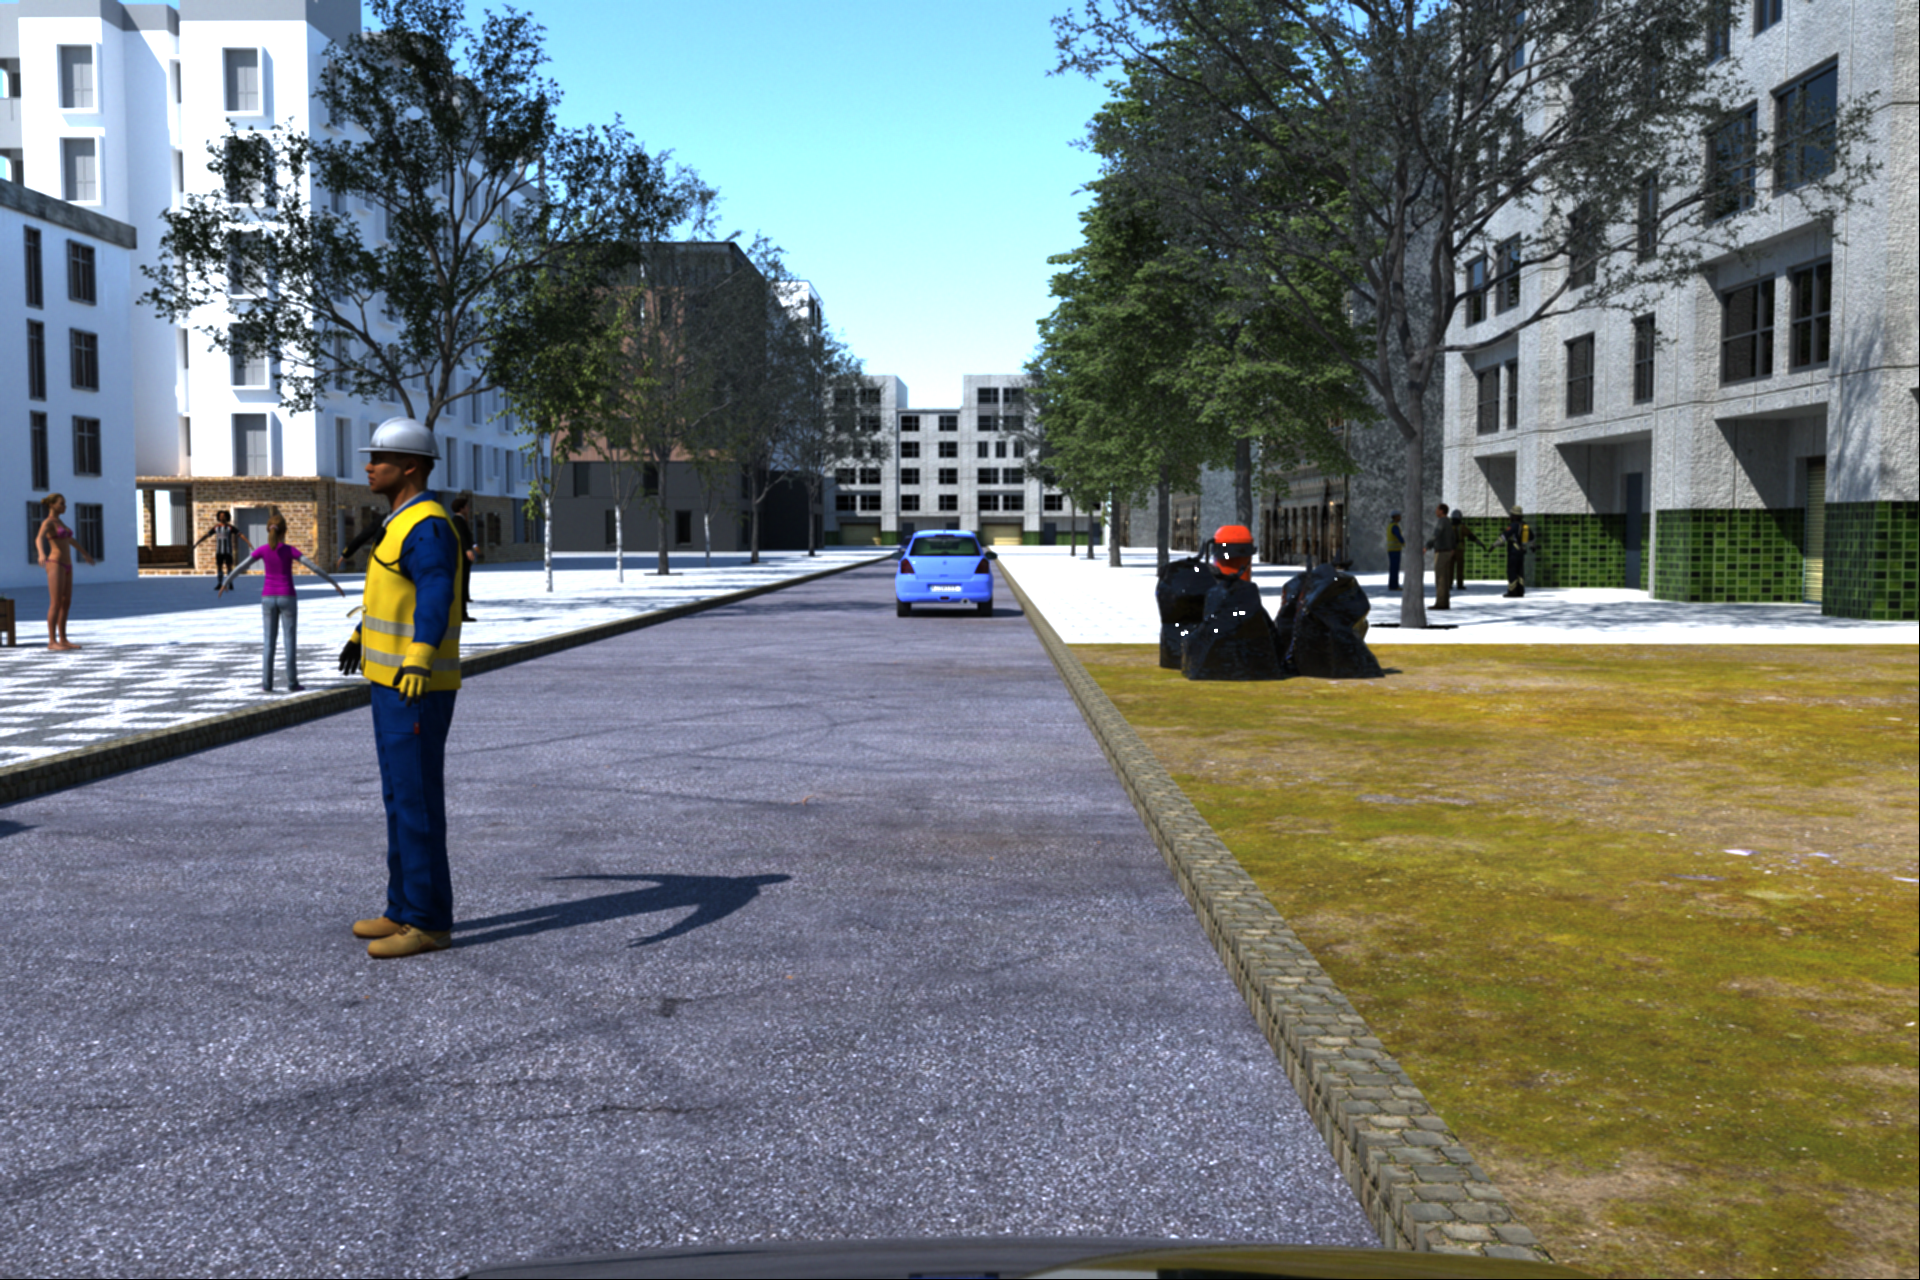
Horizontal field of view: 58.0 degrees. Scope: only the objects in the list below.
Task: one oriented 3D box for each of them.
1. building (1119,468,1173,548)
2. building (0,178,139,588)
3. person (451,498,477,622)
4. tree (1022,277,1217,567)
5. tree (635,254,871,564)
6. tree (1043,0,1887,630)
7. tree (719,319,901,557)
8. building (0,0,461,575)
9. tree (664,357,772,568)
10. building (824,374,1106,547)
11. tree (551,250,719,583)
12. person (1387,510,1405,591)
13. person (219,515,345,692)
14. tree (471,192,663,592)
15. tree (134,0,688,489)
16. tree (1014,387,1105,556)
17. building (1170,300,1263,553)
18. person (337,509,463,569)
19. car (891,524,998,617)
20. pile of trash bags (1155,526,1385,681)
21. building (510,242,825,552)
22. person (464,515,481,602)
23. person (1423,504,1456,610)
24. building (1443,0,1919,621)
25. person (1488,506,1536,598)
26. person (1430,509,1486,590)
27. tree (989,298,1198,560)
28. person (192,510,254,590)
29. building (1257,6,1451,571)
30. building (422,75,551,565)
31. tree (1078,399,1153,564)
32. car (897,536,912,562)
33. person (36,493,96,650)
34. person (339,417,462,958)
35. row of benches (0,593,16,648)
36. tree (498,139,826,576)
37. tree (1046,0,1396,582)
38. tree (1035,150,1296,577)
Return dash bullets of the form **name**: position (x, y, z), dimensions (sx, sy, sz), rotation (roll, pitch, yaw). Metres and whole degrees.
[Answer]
- **building**: position (24.861, -20.608, 167.863), dimensions (19.493, 23.208, 18.063), rotation (0, 4, 0)
- **building**: position (-23.388, -5.594, 33.614), dimensions (9.099, 9.664, 28.070), rotation (0, 4, 0)
- **person**: position (-7.268, -1.172, 25.353), dimensions (0.705, 1.806, 1.347), rotation (-1, 4, -20)
- **tree**: position (6.163, -9.060, 66.254), dimensions (7.486, 12.596, 7.792), rotation (0, 3, 0)
- **tree**: position (-8.765, -10.060, 74.848), dimensions (12.009, 13.543, 11.850), rotation (0, 3, 0)
- **tree**: position (6.090, -6.898, 23.156), dimensions (12.009, 13.543, 11.850), rotation (0, 3, 0)
- **tree**: position (-8.444, -11.518, 98.693), dimensions (12.009, 13.543, 11.850), rotation (0, 3, 0)
- **building**: position (-24.960, -12.208, 56.025), dimensions (16.016, 20.090, 11.380), rotation (0, 4, 0)
- **tree**: position (-9.742, -7.086, 66.215), dimensions (4.360, 8.622, 3.978), rotation (0, 3, 0)
- **building**: position (0.700, -20.149, 198.355), dimensions (31.486, 18.905, 16.747), rotation (0, 4, 3)
- **tree**: position (-9.119, -5.808, 45.325), dimensions (4.360, 8.622, 3.978), rotation (0, 3, 0)
- **person**: position (9.934, -2.046, 39.428), dimensions (0.705, 1.833, 1.349), rotation (0, 4, 0)
- **person**: position (-5.551, -0.299, 14.162), dimensions (0.991, 1.433, 0.599), rotation (0, 4, -7)
- **tree**: position (-8.943, -5.375, 38.250), dimensions (4.737, 8.622, 4.395), rotation (0, 3, 0)
- **tree**: position (-9.069, -5.768, 28.715), dimensions (8.767, 10.594, 7.601), rotation (-2, 4, -27)
- **tree**: position (6.778, -10.103, 99.591), dimensions (7.601, 10.594, 8.767), rotation (-3, 5, -43)
- **building**: position (25.648, -18.052, 126.072), dimensions (19.493, 23.208, 18.063), rotation (0, 4, 1)
- **person**: position (-6.271, -0.823, 19.389), dimensions (1.347, 1.837, 0.705), rotation (-1, 4, -14)
- **car**: position (-0.281, -1.321, 31.188), dimensions (1.945, 1.707, 3.694), rotation (0, 4, -1)
- **pile of trash bags**: position (2.838, -0.429, 16.768), dimensions (1.912, 1.369, 3.447), rotation (0, 4, -1)
- **building**: position (-26.116, -17.960, 137.614), dimensions (27.936, 21.610, 32.646), rotation (0, 4, 0)
- **person**: position (-9.310, -1.593, 32.759), dimensions (0.721, 1.740, 1.216), rotation (-2, 4, -33)
- **person**: position (8.153, -1.413, 29.380), dimensions (0.705, 1.796, 1.348), rotation (3, 4, 37)
- **building**: position (21.982, -10.204, 33.286), dimensions (16.747, 18.905, 31.486), rotation (0, 4, 1)
- **person**: position (11.213, -1.787, 34.996), dimensions (1.354, 1.856, 0.705), rotation (-2, 4, -32)
- **person**: position (11.507, -2.103, 40.145), dimensions (1.354, 1.858, 0.705), rotation (3, 4, 37)
- **tree**: position (6.541, -10.798, 86.916), dimensions (12.009, 13.543, 11.850), rotation (0, 3, 0)
- **person**: position (-16.920, -2.059, 39.810), dimensions (1.345, 1.843, 0.704), rotation (0, 4, -7)
- **building**: position (22.558, -14.476, 67.611), dimensions (19.493, 23.208, 18.063), rotation (0, 4, 1)
- **building**: position (-25.378, -13.245, 72.970), dimensions (16.016, 20.090, 11.380), rotation (0, 3, 0)
- **tree**: position (6.591, -7.548, 73.768), dimensions (4.737, 8.622, 4.395), rotation (0, 3, 0)
- **car**: position (-2.239, -4.657, 88.727), dimensions (1.945, 1.354, 3.894), rotation (0, 4, 1)
- **person**: position (-9.939, -0.762, 19.254), dimensions (0.721, 1.733, 1.217), rotation (0, 4, -3)
- **person**: position (-1.941, 0.148, 6.011), dimensions (0.705, 1.833, 1.349), rotation (-2, 4, -27)
- **row of benches**: position (-12.259, -0.187, 18.521), dimensions (4.104, 0.672, 1.422), rotation (-3, 5, -43)
- **tree**: position (-9.345, -8.782, 53.957), dimensions (12.009, 13.543, 11.850), rotation (0, 3, 0)
- **tree**: position (5.406, -7.139, 34.851), dimensions (7.486, 12.596, 7.792), rotation (0, 3, 0)
- **tree**: position (6.109, -8.149, 51.361), dimensions (7.486, 12.596, 7.792), rotation (0, 3, 0)
